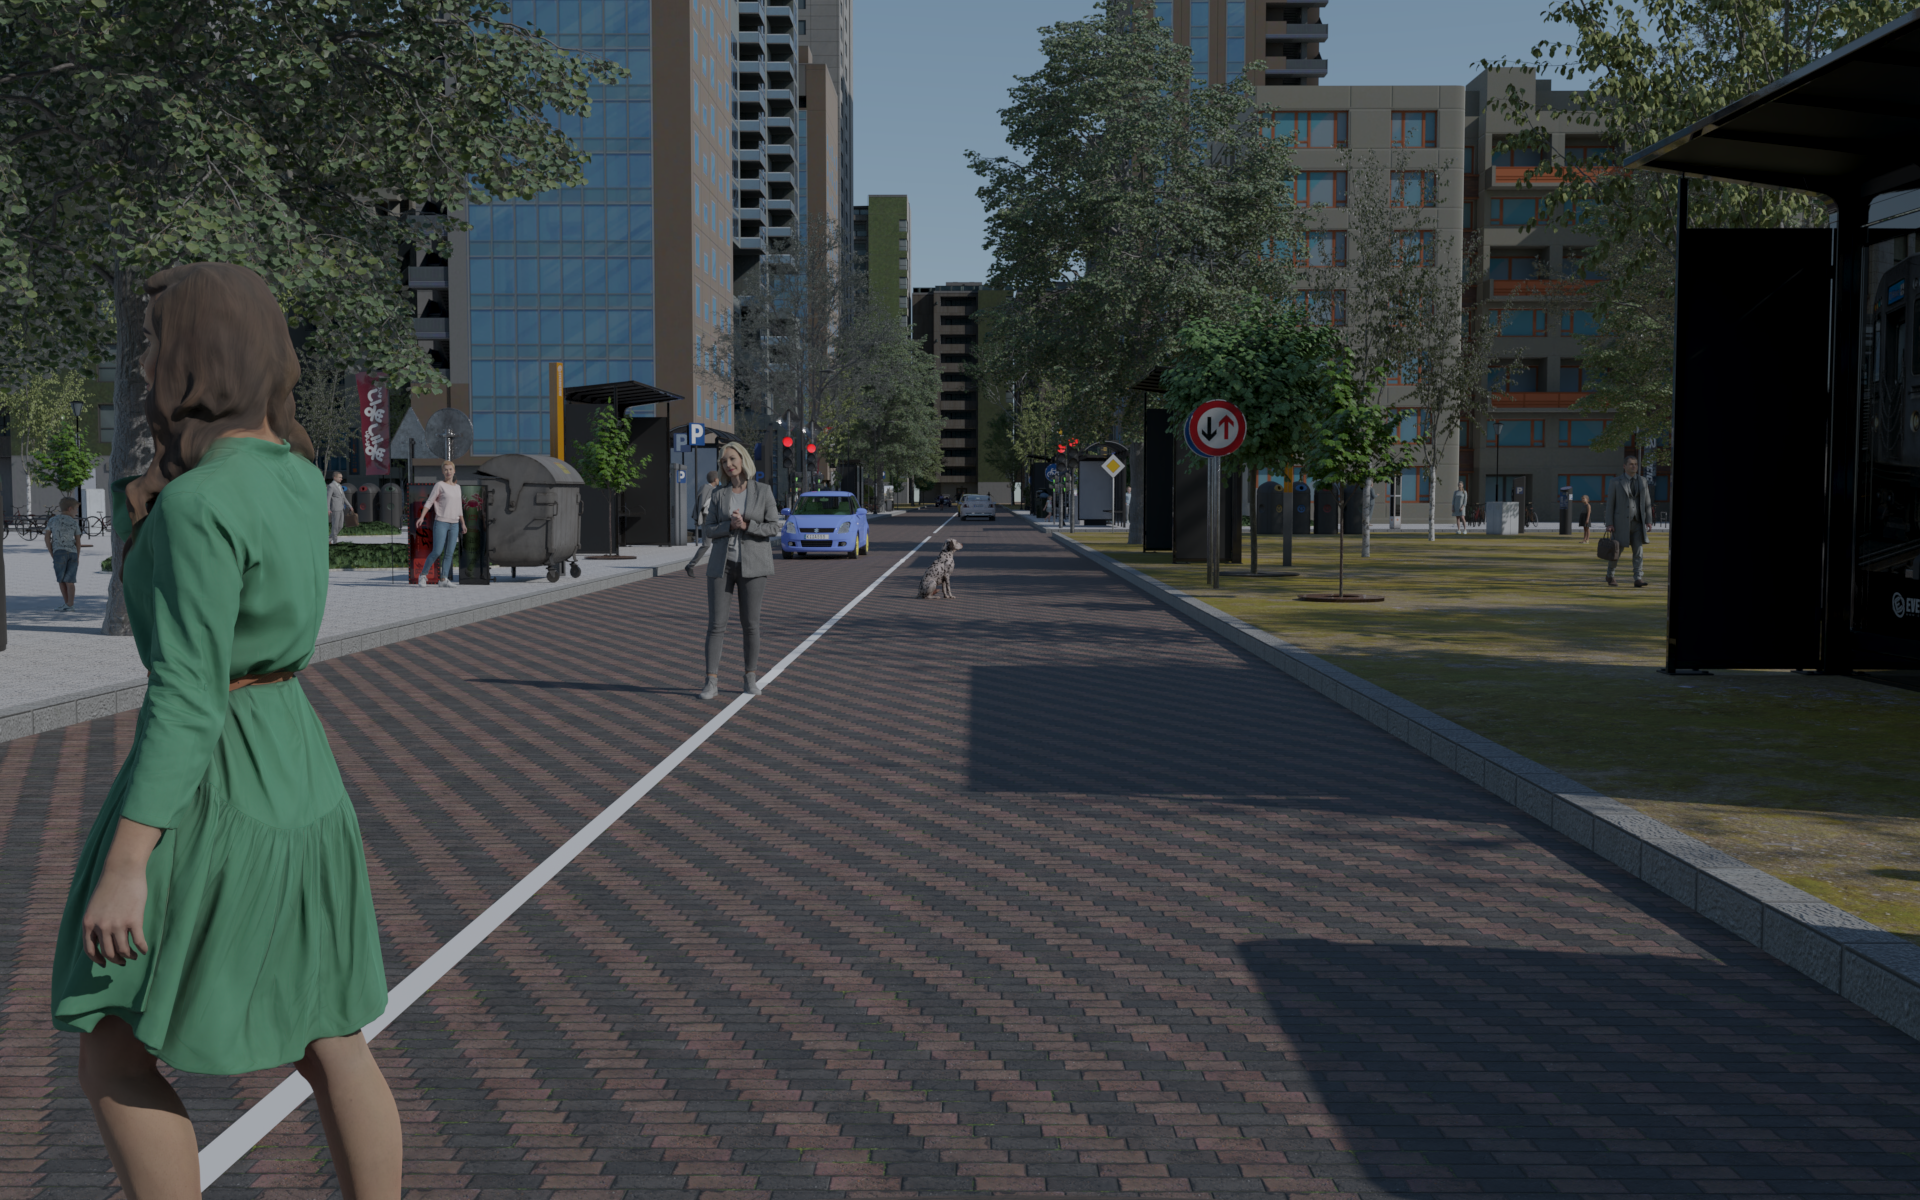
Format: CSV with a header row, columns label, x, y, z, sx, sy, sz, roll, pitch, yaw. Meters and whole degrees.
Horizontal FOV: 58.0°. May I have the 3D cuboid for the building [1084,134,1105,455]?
label,x,y,z,sx,sy,sz,roll,pitch,yaw
building,21.327,-31.572,199.790,14.154,41.232,14.086,0,4,1

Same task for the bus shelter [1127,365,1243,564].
label,x,y,z,sx,sy,sz,roll,pitch,yaw
bus shelter,4.457,-2.659,34.759,1.731,3.624,6.357,0,4,1

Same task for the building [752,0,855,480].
label,x,y,z,sx,sy,sz,roll,pitch,yaw
building,-22.968,-46.394,196.792,20.611,71.187,20.563,0,4,1

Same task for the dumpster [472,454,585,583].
label,x,y,z,sx,sy,sz,roll,pitch,yaw
dumpster,-6.387,-1.219,25.692,1.264,1.857,1.865,0,4,1

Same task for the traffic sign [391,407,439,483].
label,x,y,z,sx,sy,sz,roll,pitch,yaw
traffic sign,-8.209,-1.584,25.896,0.884,2.594,0.081,1,4,9

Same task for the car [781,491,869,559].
label,x,y,z,sx,sy,sz,roll,pitch,yaw
car,-3.044,-1.822,39.376,1.945,1.707,3.694,0,4,2

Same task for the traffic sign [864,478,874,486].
label,x,y,z,sx,sy,sz,roll,pitch,yaw
traffic sign,-7.215,-8.390,137.281,0.768,2.556,0.104,1,4,8

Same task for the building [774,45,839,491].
label,x,y,z,sx,sy,sz,roll,pitch,yaw
building,-19.941,-32.264,177.632,14.600,45.320,14.200,0,4,1

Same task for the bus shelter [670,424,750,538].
label,x,y,z,sx,sy,sz,roll,pitch,yaw
bus shelter,-7.770,-3.611,52.969,2.014,3.302,5.546,0,4,1

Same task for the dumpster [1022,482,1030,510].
label,x,y,z,sx,sy,sz,roll,pitch,yaw
dumpster,5.674,-8.178,136.204,1.502,2.255,1.985,0,4,1

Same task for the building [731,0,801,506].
label,x,y,z,sx,sy,sz,roll,pitch,yaw
building,-24.824,-51.449,153.868,22.319,86.520,31.000,0,4,1

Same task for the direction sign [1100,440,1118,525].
label,x,y,z,sx,sy,sz,roll,pitch,yaw
direction sign,6.252,-4.935,72.688,0.876,3.537,0.379,-2,4,-28

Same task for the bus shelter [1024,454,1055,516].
label,x,y,z,sx,sy,sz,roll,pitch,yaw
bus shelter,4.819,-6.926,104.523,1.731,3.624,6.357,0,4,0

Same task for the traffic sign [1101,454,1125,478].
label,x,y,z,sx,sy,sz,roll,pitch,yaw
traffic sign,5.037,-3.489,56.776,0.795,2.593,0.064,0,4,8

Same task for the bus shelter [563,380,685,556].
label,x,y,z,sx,sy,sz,roll,pitch,yaw
bus shelter,-7.547,-2.911,38.877,1.731,3.624,6.357,0,4,1

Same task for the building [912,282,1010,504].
label,x,y,z,sx,sy,sz,roll,pitch,yaw
building,0.405,-28.583,239.030,14.107,30.474,14.160,0,4,1

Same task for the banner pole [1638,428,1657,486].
label,x,y,z,sx,sy,sz,roll,pitch,yaw
banner pole,25.390,-4.535,64.166,0.863,3.779,0.401,3,5,41

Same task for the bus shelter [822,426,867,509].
label,x,y,z,sx,sy,sz,roll,pitch,yaw
bus shelter,-7.001,-7.786,104.934,2.179,5.291,8.768,0,4,1

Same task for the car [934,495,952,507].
label,x,y,z,sx,sy,sz,roll,pitch,yaw
car,-1.801,-10.794,189.067,1.945,1.354,3.894,0,4,1

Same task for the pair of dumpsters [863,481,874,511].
label,x,y,z,sx,sy,sz,roll,pitch,yaw
pair of dumpsters,-7.055,-7.716,128.650,1.574,2.255,4.437,0,4,1

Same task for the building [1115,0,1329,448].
label,x,y,z,sx,sy,sz,roll,pitch,yaw
building,19.396,-29.476,132.048,14.600,45.320,14.200,0,4,1

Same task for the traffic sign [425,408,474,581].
label,x,y,z,sx,sy,sz,roll,pitch,yaw
traffic sign,-7.559,-1.560,25.613,0.768,2.556,0.104,1,4,10

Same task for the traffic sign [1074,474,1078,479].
label,x,y,z,sx,sy,sz,roll,pitch,yaw
traffic sign,6.526,-6.180,100.778,0.795,2.593,0.064,0,4,3

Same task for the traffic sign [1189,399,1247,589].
label,x,y,z,sx,sy,sz,roll,pitch,yaw
traffic sign,3.474,-1.425,23.411,0.768,2.556,0.104,0,4,7

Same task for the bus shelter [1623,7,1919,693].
label,x,y,z,sx,sy,sz,roll,pitch,yaw
bus shelter,5.493,-1.096,9.208,1.731,3.624,6.357,0,4,1

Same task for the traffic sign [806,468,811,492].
label,x,y,z,sx,sy,sz,roll,pitch,yaw
traffic sign,-7.481,-5.210,85.296,0.768,2.556,0.104,0,4,7

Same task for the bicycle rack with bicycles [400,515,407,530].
label,x,y,z,sx,sy,sz,roll,pitch,yaw
bicycle rack with bicycles,-16.938,-2.632,56.419,2.925,0.926,2.852,2,4,28

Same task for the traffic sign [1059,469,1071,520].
label,x,y,z,sx,sy,sz,roll,pitch,yaw
traffic sign,5.245,-5.244,85.850,0.768,2.556,0.104,0,4,8

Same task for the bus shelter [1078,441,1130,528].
label,x,y,z,sx,sy,sz,roll,pitch,yaw
bus shelter,5.576,-4.550,68.313,2.014,3.302,5.546,0,4,1

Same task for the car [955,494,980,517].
label,x,y,z,sx,sy,sz,roll,pitch,yaw
car,0.711,-6.070,109.465,2.015,1.641,3.980,0,4,-1

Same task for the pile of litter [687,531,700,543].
label,x,y,z,sx,sy,sz,roll,pitch,yaw
pile of litter,-7.472,-1.955,45.931,1.176,0.858,1.719,2,4,34

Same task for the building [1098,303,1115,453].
label,x,y,z,sx,sy,sz,roll,pitch,yaw
building,27.344,-19.102,157.364,27.650,21.520,28.899,0,4,1

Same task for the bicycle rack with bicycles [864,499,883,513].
label,x,y,z,sx,sy,sz,roll,pitch,yaw
bicycle rack with bicycles,-6.790,-6.272,115.932,2.925,0.926,2.852,0,4,7

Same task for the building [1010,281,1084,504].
label,x,y,z,sx,sy,sz,roll,pitch,yaw
building,14.508,-28.550,238.485,14.107,30.474,14.160,0,4,1

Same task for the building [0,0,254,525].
label,x,y,z,sx,sy,sz,roll,pitch,yaw
building,-41.673,-18.774,78.656,14.107,30.474,14.160,0,4,1

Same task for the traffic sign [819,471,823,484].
label,x,y,z,sx,sy,sz,roll,pitch,yaw
traffic sign,-7.752,-5.685,93.053,0.768,2.556,0.104,1,4,10

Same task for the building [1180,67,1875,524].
label,x,y,z,sx,sy,sz,roll,pitch,yaw
building,27.076,-14.817,87.295,28.899,21.520,27.650,0,4,1

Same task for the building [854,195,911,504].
label,x,y,z,sx,sy,sz,roll,pitch,yaw
building,-13.804,-33.946,238.614,14.086,41.232,14.154,0,4,1

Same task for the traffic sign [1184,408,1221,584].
label,x,y,z,sx,sy,sz,roll,pitch,yaw
traffic sign,3.554,-1.496,24.567,0.768,2.556,0.104,0,4,7

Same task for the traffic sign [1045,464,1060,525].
label,x,y,z,sx,sy,sz,roll,pitch,yaw
traffic sign,3.957,-4.436,72.639,0.768,2.556,0.104,1,4,8

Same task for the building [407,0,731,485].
label,x,y,z,sx,sy,sz,roll,pitch,yaw
building,-19.963,-26.996,91.500,14.600,45.320,14.200,0,4,1

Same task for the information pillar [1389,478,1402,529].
label,x,y,z,sx,sy,sz,roll,pitch,yaw
information pillar,16.029,-3.625,63.753,0.304,2.012,0.304,-1,4,-22

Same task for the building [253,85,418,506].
label,x,y,z,sx,sy,sz,roll,pitch,yaw
building,-68.104,-35.093,197.476,21.600,48.544,21.300,0,4,1

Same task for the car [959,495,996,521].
label,x,y,z,sx,sy,sz,roll,pitch,yaw
car,0.963,-5.005,94.191,2.083,1.381,4.827,0,4,-1

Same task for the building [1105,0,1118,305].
label,x,y,z,sx,sy,sz,roll,pitch,yaw
building,23.940,-45.439,181.181,20.563,71.187,20.611,0,4,1

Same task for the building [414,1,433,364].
label,x,y,z,sx,sy,sz,roll,pitch,yaw
building,-25.166,-41.819,121.984,20.563,71.187,20.611,0,4,1
